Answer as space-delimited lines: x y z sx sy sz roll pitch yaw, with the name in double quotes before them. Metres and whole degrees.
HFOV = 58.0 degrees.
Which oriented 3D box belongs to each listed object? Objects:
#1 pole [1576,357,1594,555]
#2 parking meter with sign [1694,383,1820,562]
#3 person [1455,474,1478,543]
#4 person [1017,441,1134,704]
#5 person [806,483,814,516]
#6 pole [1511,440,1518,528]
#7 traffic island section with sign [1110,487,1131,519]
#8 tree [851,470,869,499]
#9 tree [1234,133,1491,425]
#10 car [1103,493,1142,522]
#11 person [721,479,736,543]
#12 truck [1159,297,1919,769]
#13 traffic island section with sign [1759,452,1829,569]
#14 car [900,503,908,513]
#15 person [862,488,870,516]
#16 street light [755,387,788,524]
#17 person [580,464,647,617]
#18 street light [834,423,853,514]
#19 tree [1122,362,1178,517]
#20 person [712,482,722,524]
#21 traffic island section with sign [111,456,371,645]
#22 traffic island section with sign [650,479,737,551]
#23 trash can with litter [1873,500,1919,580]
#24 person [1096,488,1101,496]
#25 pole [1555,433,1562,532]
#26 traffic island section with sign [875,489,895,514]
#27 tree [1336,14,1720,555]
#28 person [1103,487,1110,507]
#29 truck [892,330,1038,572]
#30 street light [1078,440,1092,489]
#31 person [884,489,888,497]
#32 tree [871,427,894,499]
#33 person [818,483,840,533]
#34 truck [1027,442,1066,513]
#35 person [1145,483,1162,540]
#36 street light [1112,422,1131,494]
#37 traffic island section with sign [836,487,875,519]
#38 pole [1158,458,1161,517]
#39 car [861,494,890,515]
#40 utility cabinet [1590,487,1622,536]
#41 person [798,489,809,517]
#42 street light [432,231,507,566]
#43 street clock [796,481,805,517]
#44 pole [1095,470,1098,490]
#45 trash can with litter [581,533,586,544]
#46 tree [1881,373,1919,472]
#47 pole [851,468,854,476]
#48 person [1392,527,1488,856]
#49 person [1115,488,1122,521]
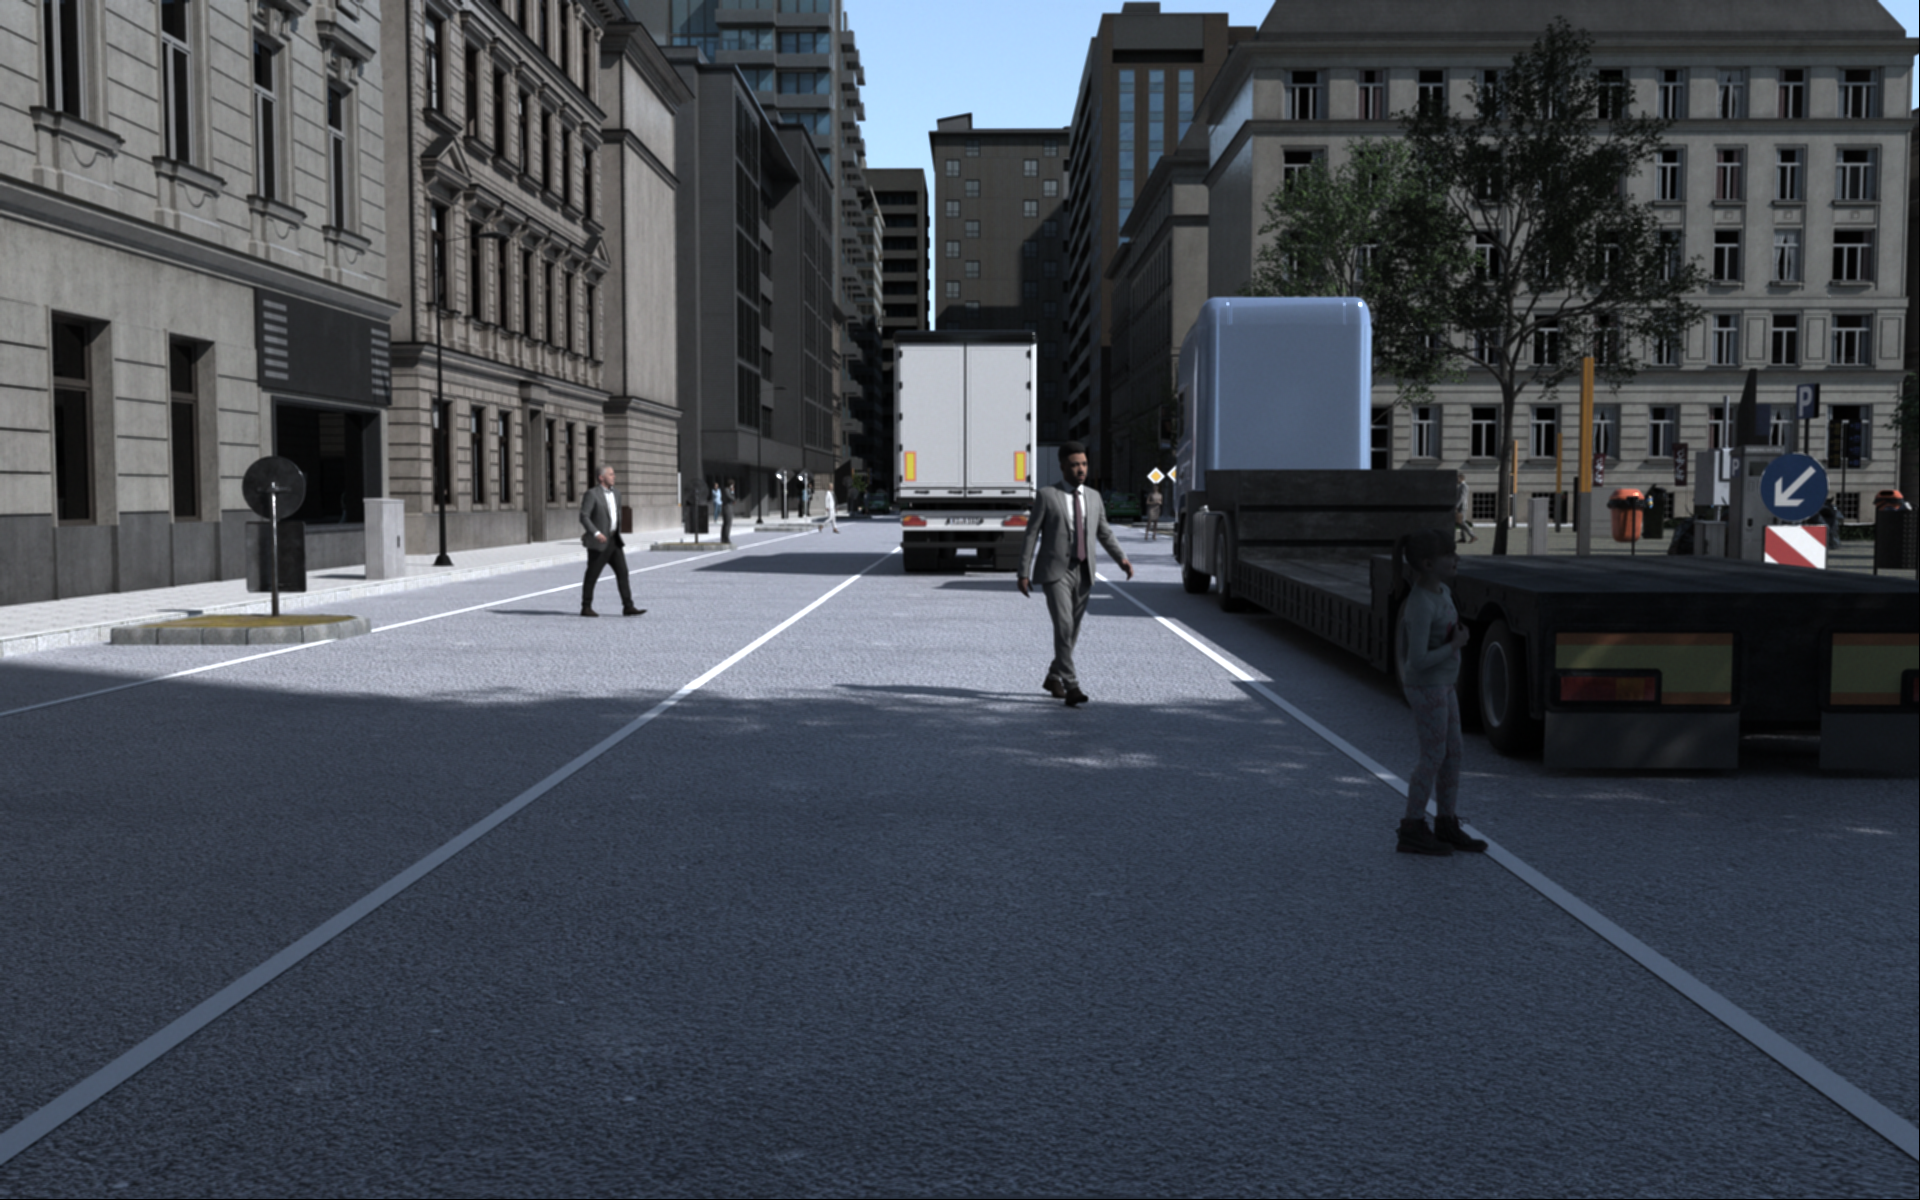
"pole" 9.374 -1.965 25.976 0.158 3.312 0.155 0 3 0
"parking meter with sign" 12.605 -1.909 27.480 1.738 3.016 0.543 0 4 -2
"person" 13.183 -2.409 45.543 0.853 1.813 0.709 0 4 7
"person" 0.751 -0.192 11.913 0.678 1.792 0.850 -2 4 -25
"person" -8.702 -5.799 100.215 0.474 1.900 0.648 1 4 15
"pole" 21.048 -4.402 65.816 0.158 3.312 0.155 0 3 0
"traffic island section with sign" 8.814 -5.572 99.728 1.989 1.847 2.006 0 4 1
"tree" -8.010 -8.653 136.076 1.663 3.219 1.824 0 3 0
"tree" 11.461 -7.611 50.202 9.928 11.665 9.643 0 3 0
"car" 8.400 -4.930 89.405 1.959 1.807 4.718 0 4 3
"person" -6.524 -2.483 48.906 0.447 1.846 0.655 -2 4 -29
"truck" 4.308 -1.722 17.906 2.967 4.110 18.799 0 4 1
"traffic island section with sign" 7.842 -0.529 17.273 1.989 1.847 2.006 0 4 1
"car" -3.574 -7.377 129.402 1.959 1.807 4.718 0 4 0
"person" -6.089 -6.424 113.555 0.654 1.822 0.581 -3 5 -40
"street light" -8.154 -6.266 74.993 1.470 5.913 1.316 0 4 1
"person" -4.078 -0.691 20.189 0.834 1.777 0.661 2 4 25
"street light" -7.694 -8.632 113.680 1.470 5.913 1.316 0 4 1
"tree" 11.218 -8.851 95.071 4.737 8.622 4.395 0 3 0
"person" -10.607 -4.230 75.463 0.793 1.790 0.793 -1 4 -11
"traffic island section with sign" -7.074 -0.535 17.376 1.989 1.847 2.006 0 4 1
"traffic island section with sign" -6.764 -2.184 44.329 1.989 1.847 2.006 0 4 1
"trash can with litter" 11.923 -0.629 21.339 1.678 1.210 2.233 -3 5 -41
"person" 11.267 -8.255 141.215 0.583 1.804 0.606 1 4 23
"pole" 20.053 -3.924 58.000 0.158 3.312 0.155 0 3 0
"traffic island section with sign" -5.785 -7.233 126.889 1.989 1.847 2.006 0 4 1
"tree" 10.856 -6.056 33.433 7.601 10.594 8.767 0 4 1
"person" 10.965 -7.514 128.752 0.638 1.841 0.748 -1 4 -15
"truck" 0.160 -2.837 35.295 2.839 4.237 11.283 0 4 1
"street light" 10.853 -10.841 149.789 1.470 5.913 1.316 0 4 1
"person" -5.638 -7.343 128.762 0.583 1.804 0.606 0 4 3
"tree" -7.675 -14.646 189.830 4.360 8.622 3.978 0 3 0
"person" -4.793 -3.361 63.338 0.818 1.842 0.514 0 4 -1
"truck" 4.839 -6.756 99.366 2.839 4.237 11.283 0 4 1
"person" 6.014 -2.746 53.739 0.599 1.781 0.374 -1 4 -12
"street light" 10.406 -8.478 111.154 1.470 5.913 1.316 0 4 1
"traffic island section with sign" -6.101 -5.577 99.818 1.989 1.847 2.006 0 4 1
"pole" 11.309 -6.383 98.200 0.158 3.312 0.155 0 3 0
"car" -5.962 -6.960 122.589 1.959 1.807 4.718 0 4 2
"utility cabinet" 19.278 -2.660 52.175 1.173 1.500 0.318 1 4 18
"person" -8.943 -5.648 98.737 0.601 1.785 0.444 2 4 26
"street light" -8.707 -3.563 30.797 1.470 5.913 1.316 0 4 1
"street clock" -8.732 -5.525 94.899 0.358 2.002 0.471 2 4 34
"pole" 11.351 -9.183 143.991 0.158 3.312 0.155 0 3 0
"trash can with litter" -9.490 -2.029 44.558 0.624 1.170 1.055 -2 4 -34
"tree" 19.945 -3.072 33.939 4.285 4.588 4.351 0 3 0
"pole" -8.545 -8.803 137.769 0.158 3.312 0.155 0 3 0
"person" 1.919 0.359 6.914 0.394 1.301 0.425 1 4 13
"person" 8.505 -5.161 93.237 0.694 1.780 0.624 0 4 3
